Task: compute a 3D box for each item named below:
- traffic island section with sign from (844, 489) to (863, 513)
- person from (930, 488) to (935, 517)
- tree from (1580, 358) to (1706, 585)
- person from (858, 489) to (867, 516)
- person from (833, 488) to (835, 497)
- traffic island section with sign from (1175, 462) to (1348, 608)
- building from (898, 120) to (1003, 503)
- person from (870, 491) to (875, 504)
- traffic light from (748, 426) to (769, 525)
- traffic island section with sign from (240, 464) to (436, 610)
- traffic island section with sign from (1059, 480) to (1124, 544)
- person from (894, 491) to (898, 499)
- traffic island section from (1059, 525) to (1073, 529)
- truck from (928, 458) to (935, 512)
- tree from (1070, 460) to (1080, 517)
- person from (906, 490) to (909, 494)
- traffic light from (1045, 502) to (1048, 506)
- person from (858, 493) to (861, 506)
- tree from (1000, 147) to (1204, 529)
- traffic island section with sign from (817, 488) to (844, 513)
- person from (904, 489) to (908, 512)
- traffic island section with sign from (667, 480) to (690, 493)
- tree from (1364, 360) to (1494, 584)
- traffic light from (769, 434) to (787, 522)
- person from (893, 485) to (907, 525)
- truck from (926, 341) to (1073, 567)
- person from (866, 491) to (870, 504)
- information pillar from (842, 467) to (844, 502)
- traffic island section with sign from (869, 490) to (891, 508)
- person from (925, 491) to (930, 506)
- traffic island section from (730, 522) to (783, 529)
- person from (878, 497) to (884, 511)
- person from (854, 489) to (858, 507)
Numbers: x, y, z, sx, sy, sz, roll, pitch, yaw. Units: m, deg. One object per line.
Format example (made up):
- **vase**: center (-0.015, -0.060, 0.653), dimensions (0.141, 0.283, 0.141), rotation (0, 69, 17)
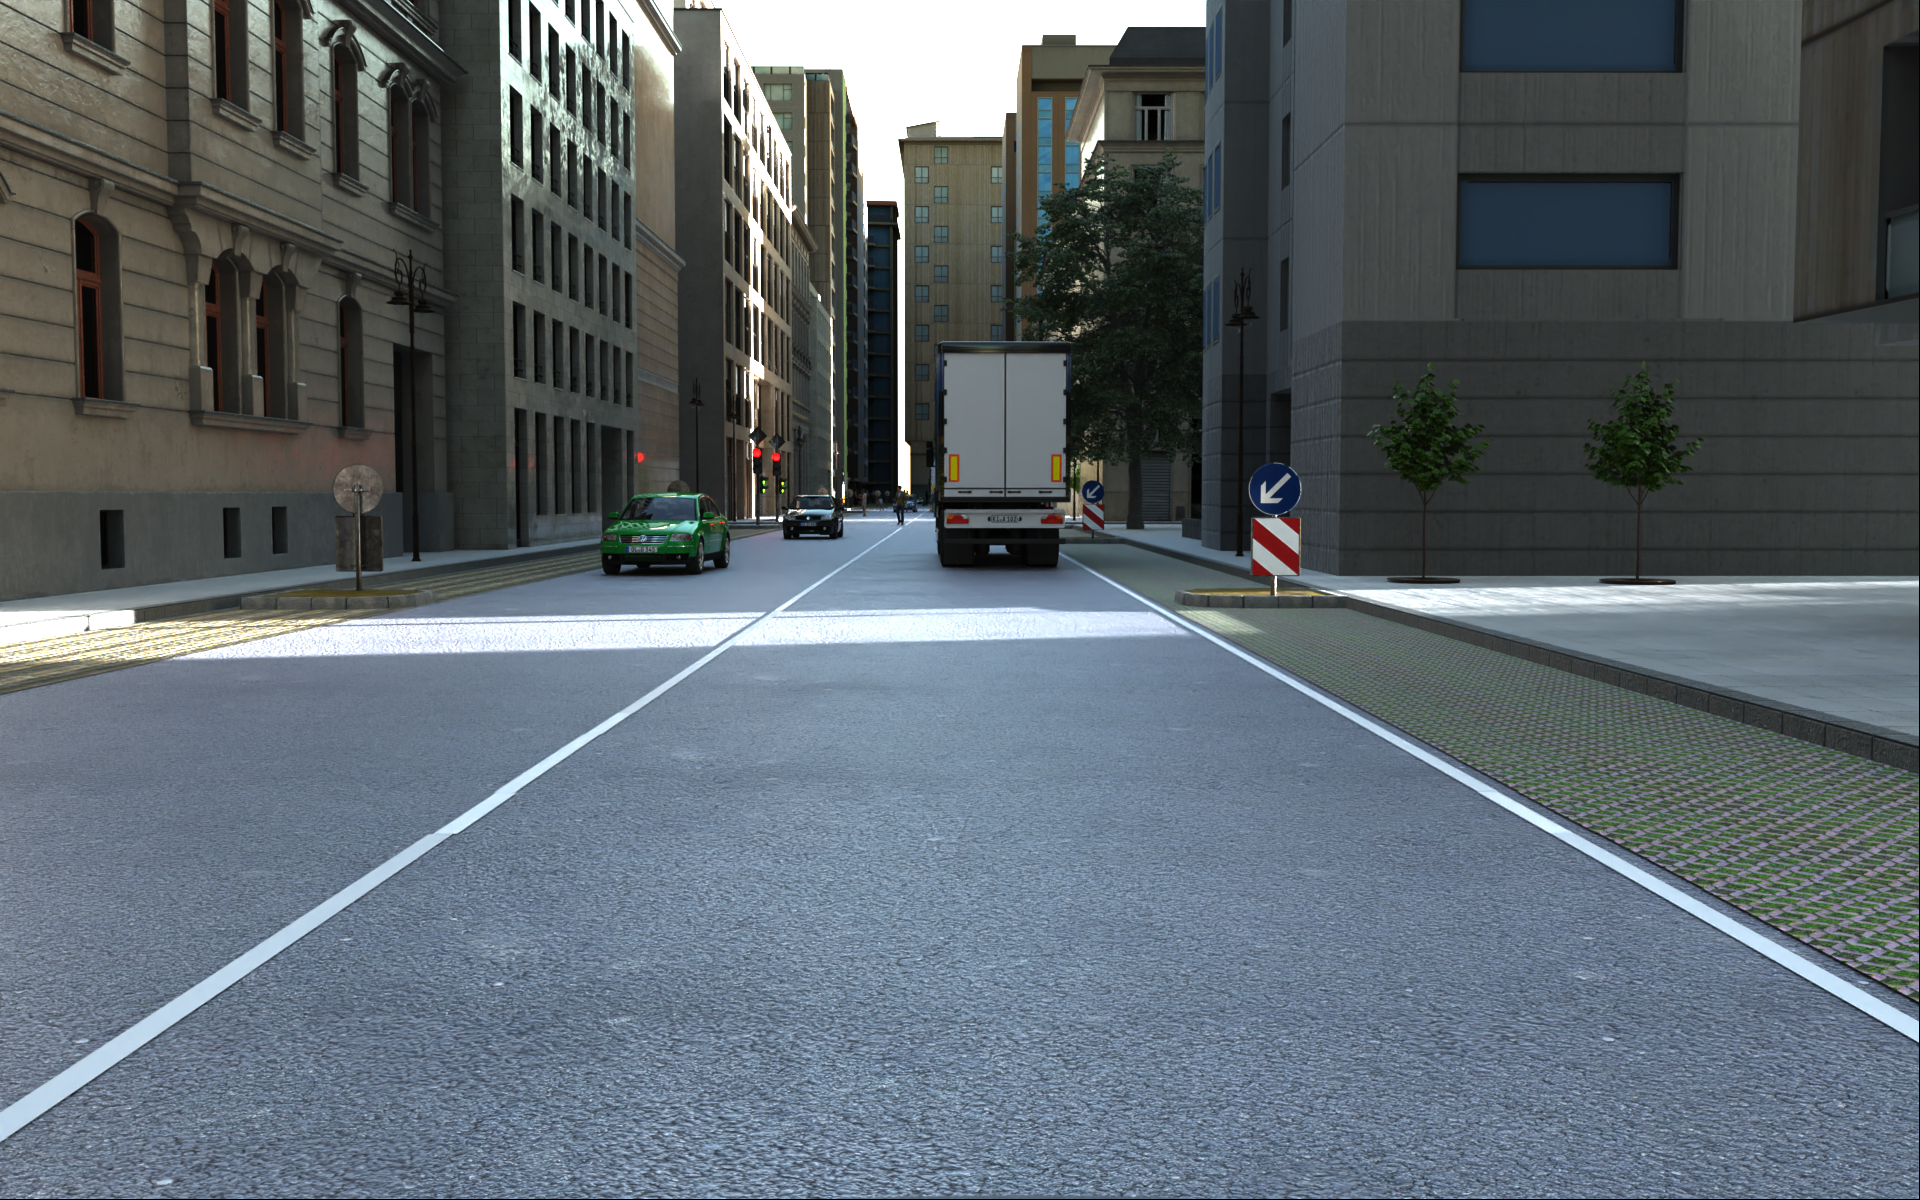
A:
- **traffic island section with sign**: center (-8.369, -7.523, 131.627), dimensions (1.989, 1.847, 2.006), rotation (0, 4, 0)
- **person**: center (-1.571, -6.033, 107.129), dimensions (0.794, 1.824, 0.713), rotation (0, 4, -6)
- **tree**: center (9.875, -1.849, 24.837), dimensions (1.663, 3.219, 1.824), rotation (0, 3, 0)
- **person**: center (-6.210, -6.241, 110.903), dimensions (0.532, 1.782, 0.716), rotation (1, 4, 15)
- **person**: center (-11.281, -9.029, 153.909), dimensions (0.529, 1.795, 0.600), rotation (2, 4, 25)
- **traffic island section with sign**: center (3.847, -0.850, 22.528), dimensions (1.989, 1.847, 2.006), rotation (0, 4, 0)
- **building**: center (5.186, -40.578, 252.695), dimensions (27.495, 52.752, 28.713), rotation (0, 4, 0)
- **person**: center (-11.142, -13.197, 222.539), dimensions (1.217, 1.736, 0.721), rotation (0, 4, 2)
- **traffic light**: center (-8.389, -5.078, 71.948), dimensions (0.839, 4.253, 0.868), rotation (0, 4, 0)
- **traffic island section with sign**: center (-7.879, -0.833, 22.253), dimensions (1.989, 1.847, 2.006), rotation (0, 4, 0)
- **traffic island section with sign**: center (3.709, -2.557, 50.437), dimensions (1.989, 1.847, 2.006), rotation (0, 4, 0)
- **person**: center (-6.878, -11.147, 190.766), dimensions (0.705, 1.823, 1.348), rotation (-2, 4, -24)
- **traffic island section**: center (3.612, -3.049, 72.132), dimensions (2.009, 0.180, 2.903), rotation (0, 4, 0)
- **truck**: center (-1.205, -9.351, 141.795), dimensions (2.839, 4.237, 11.283), rotation (0, 4, 0)
- **tree**: center (6.886, -6.345, 98.344), dimensions (1.663, 3.219, 1.824), rotation (0, 3, 0)
- **person**: center (-5.039, -9.548, 164.707), dimensions (0.705, 1.812, 1.348), rotation (2, 4, 25)
- **traffic light**: center (3.572, -5.082, 72.017), dimensions (0.839, 4.253, 0.868), rotation (0, 4, 0)
- **person**: center (-10.742, -10.770, 185.372), dimensions (0.421, 1.427, 0.697), rotation (-1, 4, -8)
- **tree**: center (6.306, -9.562, 63.001), dimensions (9.857, 13.997, 8.962), rotation (0, 3, 0)
- **traffic island section with sign**: center (-8.247, -5.874, 104.672), dimensions (1.989, 1.847, 2.006), rotation (0, 4, 0)
- **person**: center (-4.466, -8.071, 140.560), dimensions (0.694, 1.812, 0.767), rotation (-1, 4, -13)
- **traffic island section with sign**: center (-8.004, -2.482, 49.208), dimensions (1.989, 1.847, 2.006), rotation (0, 4, 0)
- **tree**: center (6.877, -1.864, 25.083), dimensions (1.663, 3.219, 1.824), rotation (0, 3, 0)
- **traffic light**: center (-8.425, -5.567, 79.933), dimensions (0.839, 4.253, 0.868), rotation (0, 4, 0)
- **person**: center (-2.792, -4.398, 80.316), dimensions (0.656, 1.842, 0.836), rotation (0, 4, -5)
- **truck**: center (0.701, -2.969, 37.461), dimensions (2.839, 4.237, 11.283), rotation (0, 4, -1)
- **person**: center (-11.569, -12.691, 214.278), dimensions (0.721, 1.736, 1.217), rotation (3, 5, 40)
- **information pillar**: center (-10.210, -9.774, 151.158), dimensions (0.183, 3.616, 0.504), rotation (0, 4, 7)
- **traffic island section with sign**: center (-8.603, -10.638, 182.561), dimensions (1.989, 1.847, 2.006), rotation (0, 4, 0)
- **person**: center (-4.022, -12.452, 211.725), dimensions (0.705, 1.869, 1.348), rotation (1, 4, 19)
- **traffic island section**: center (-8.429, -3.046, 72.083), dimensions (2.009, 0.180, 2.903), rotation (0, 4, 0)
- **person**: center (-6.711, -8.118, 146.242), dimensions (0.505, 1.210, 0.382), rotation (-1, 4, -17)
- **person**: center (-10.638, -10.469, 177.214), dimensions (0.705, 1.823, 1.348), rotation (0, 4, 1)
